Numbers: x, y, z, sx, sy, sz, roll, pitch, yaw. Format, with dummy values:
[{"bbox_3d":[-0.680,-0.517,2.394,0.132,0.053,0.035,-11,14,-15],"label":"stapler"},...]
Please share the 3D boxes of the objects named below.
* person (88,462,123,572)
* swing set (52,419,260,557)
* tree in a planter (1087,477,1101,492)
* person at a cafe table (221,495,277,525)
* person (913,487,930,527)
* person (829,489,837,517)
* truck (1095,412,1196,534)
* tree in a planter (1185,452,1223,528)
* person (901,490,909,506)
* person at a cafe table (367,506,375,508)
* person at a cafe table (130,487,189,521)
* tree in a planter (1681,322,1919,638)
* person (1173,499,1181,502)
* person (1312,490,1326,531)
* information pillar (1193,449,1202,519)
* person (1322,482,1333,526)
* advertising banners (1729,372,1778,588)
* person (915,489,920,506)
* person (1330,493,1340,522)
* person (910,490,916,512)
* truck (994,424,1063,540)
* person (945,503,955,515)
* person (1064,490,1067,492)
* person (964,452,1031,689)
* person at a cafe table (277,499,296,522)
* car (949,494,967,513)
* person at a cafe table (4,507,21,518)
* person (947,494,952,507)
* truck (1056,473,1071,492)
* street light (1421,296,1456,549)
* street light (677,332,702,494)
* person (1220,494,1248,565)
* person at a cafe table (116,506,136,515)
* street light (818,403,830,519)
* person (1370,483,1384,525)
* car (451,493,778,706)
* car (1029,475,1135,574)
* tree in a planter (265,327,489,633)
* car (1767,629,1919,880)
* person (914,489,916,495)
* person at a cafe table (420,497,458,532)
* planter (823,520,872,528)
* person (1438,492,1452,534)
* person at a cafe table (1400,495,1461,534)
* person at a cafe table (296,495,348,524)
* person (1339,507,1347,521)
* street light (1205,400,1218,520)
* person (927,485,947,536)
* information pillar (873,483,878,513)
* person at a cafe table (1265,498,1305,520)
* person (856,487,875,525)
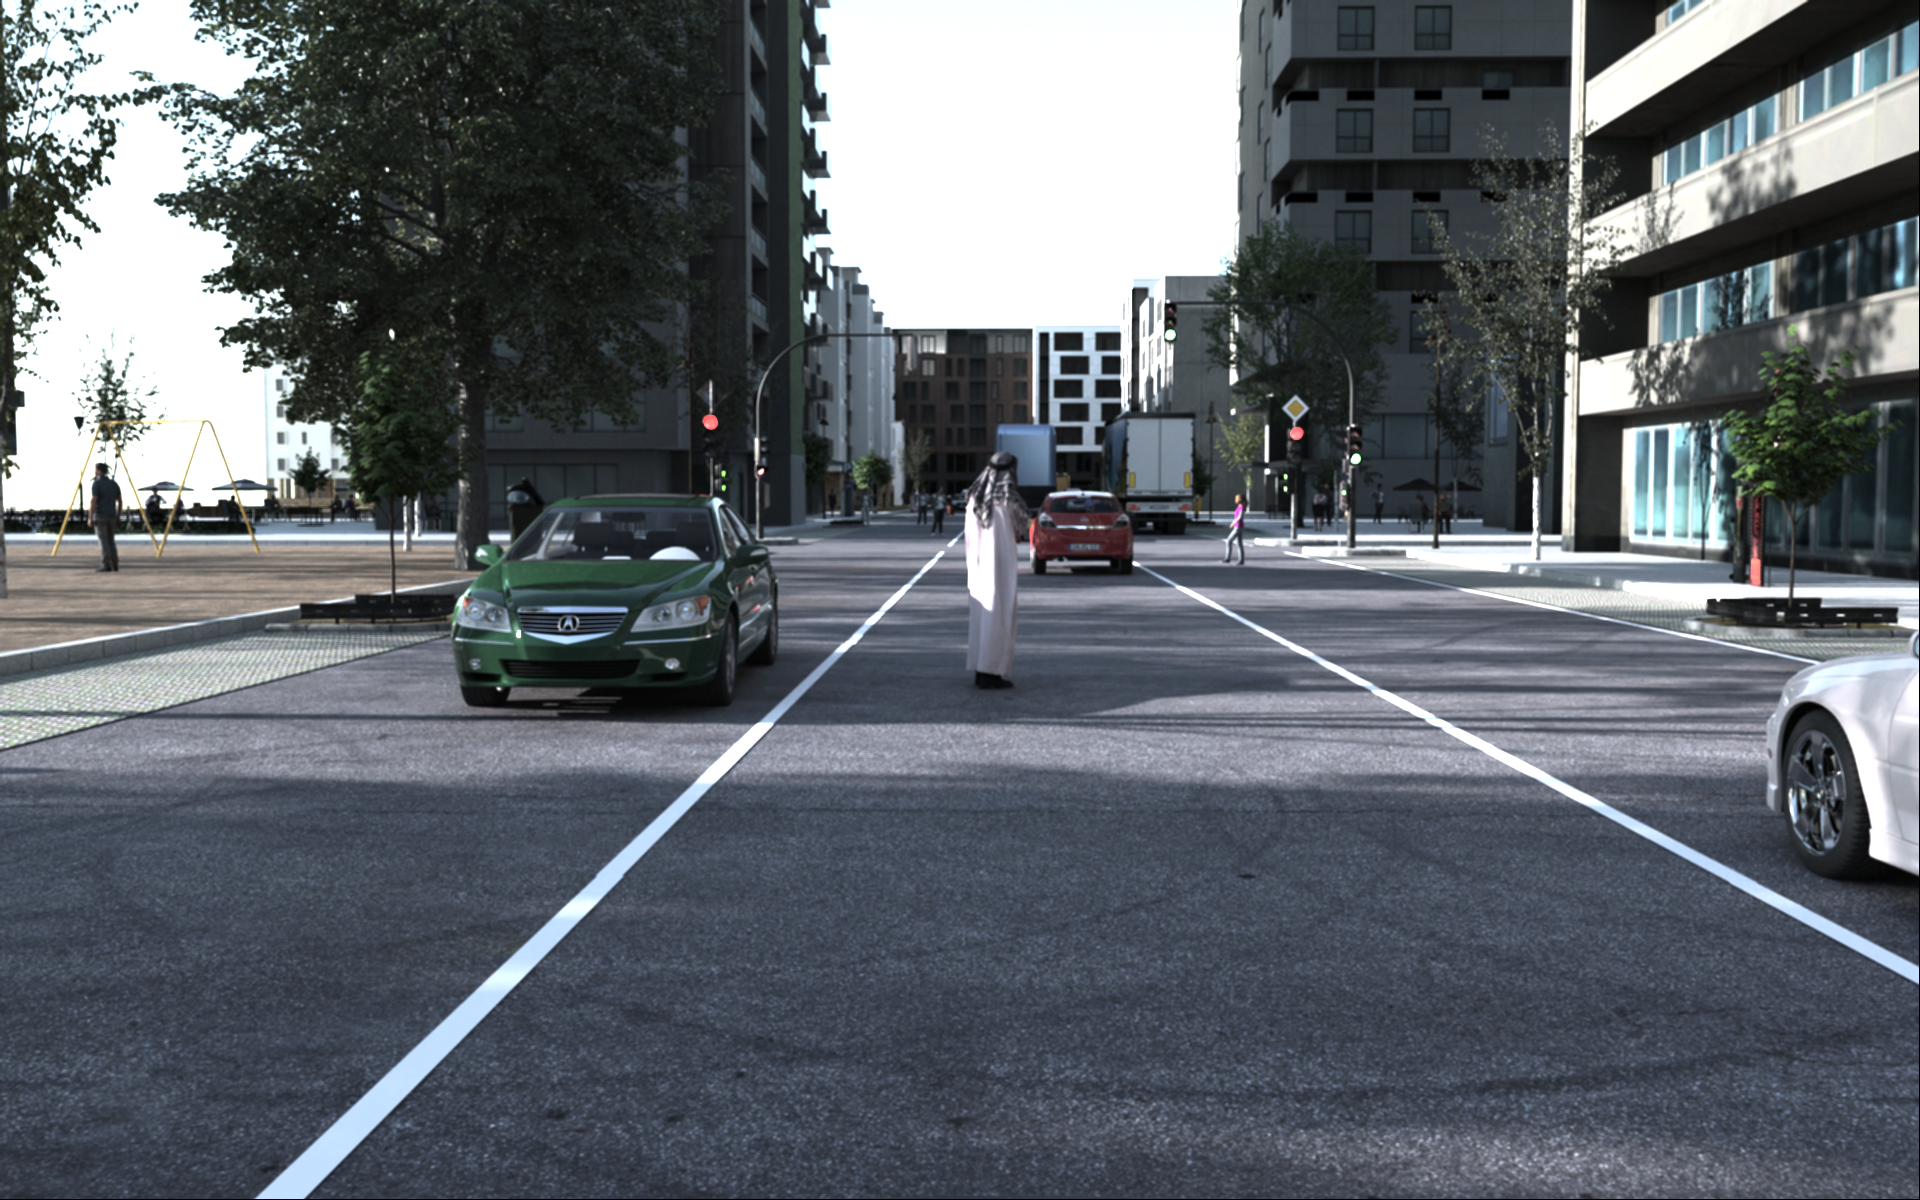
[{"bbox_3d":[-14.136,-1.373,28.612,0.434,1.807,0.598,2,4,33],"label":"person"},{"bbox_3d":[-17.220,-2.404,36.922,3.119,2.851,2.862,1,4,20],"label":"swing set"},{"bbox_3d":[11.965,-9.434,151.467,1.991,3.239,1.994,0,4,1],"label":"tree in a planter"},{"bbox_3d":[-29.448,-3.690,71.197,1.698,1.238,1.726,3,5,39],"label":"person at a cafe table"},{"bbox_3d":[-1.637,-4.114,76.482,0.841,1.734,0.376,0,4,1],"label":"person"},{"bbox_3d":[-7.000,-5.344,95.781,0.453,1.535,0.546,-3,5,-42],"label":"person"},{"bbox_3d":[6.825,-4.642,64.807,2.839,4.237,11.283,0,3,0],"label":"truck"},{"bbox_3d":[10.065,-4.669,73.568,1.991,3.239,1.994,0,4,1],"label":"tree in a planter"},{"bbox_3d":[-5.762,-10.610,180.070,0.990,1.755,0.434,-2,4,-27],"label":"person"},{"bbox_3d":[-25.535,-4.123,78.268,1.698,1.238,1.726,1,4,13],"label":"person at a cafe table"},{"bbox_3d":[-27.788,-3.147,59.966,1.698,1.524,1.622,-3,4,-37],"label":"person at a cafe table"},{"bbox_3d":[8.704,-1.273,18.044,1.991,3.239,1.994,0,4,1],"label":"tree in a planter"},{"bbox_3d":[10.196,-4.503,81.999,0.709,1.838,0.599,-3,4,-38],"label":"person"},{"bbox_3d":[12.306,-3.070,59.427,0.628,1.438,0.799,-2,4,-28],"label":"person"},{"bbox_3d":[12.315,-6.008,89.588,0.504,3.616,0.183,-3,5,-39],"label":"information pillar"},{"bbox_3d":[14.816,-3.868,69.814,0.617,1.759,0.750,0,4,-5],"label":"person"},{"bbox_3d":[11.111,-1.706,24.082,0.090,3.025,2.074,0,4,7],"label":"advertising banners"},{"bbox_3d":[-4.541,-11.112,187.704,1.348,1.826,0.705,0,4,-3],"label":"person"},{"bbox_3d":[17.116,-4.428,79.171,0.841,1.734,0.376,-3,4,-36],"label":"person"},{"bbox_3d":[-3.767,-7.894,138.237,0.551,1.740,0.621,1,4,11],"label":"person"},{"bbox_3d":[2.206,-4.368,61.172,2.967,4.110,18.799,0,4,3],"label":"truck"},{"bbox_3d":[-0.669,-6.200,118.160,0.859,0.850,0.655,1,4,11],"label":"person"},{"bbox_3d":[7.404,-6.876,121.619,0.576,1.737,0.504,-3,5,-44],"label":"person"},{"bbox_3d":[0.276,-0.225,12.849,0.551,1.740,0.621,1,4,20],"label":"person"},{"bbox_3d":[-31.314,-4.224,79.917,1.698,1.238,1.726,2,4,25],"label":"person at a cafe table"},{"bbox_3d":[0.151,-7.572,133.593,2.009,1.686,4.222,0,4,0],"label":"car"},{"bbox_3d":[-40.325,-3.756,72.264,1.698,1.238,1.726,-3,5,-39],"label":"person at a cafe table"},{"bbox_3d":[-1.195,-11.047,192.307,0.628,1.438,0.799,1,4,22],"label":"person"},{"bbox_3d":[8.617,-9.957,158.714,3.469,3.379,9.791,0,4,1],"label":"truck"},{"bbox_3d":[11.173,-4.141,40.499,0.468,5.910,1.993,0,4,1],"label":"street light"},{"bbox_3d":[-7.699,-4.694,49.537,0.468,5.910,1.993,0,4,1],"label":"street light"},{"bbox_3d":[5.454,-1.409,34.768,0.776,1.435,0.726,0,4,1],"label":"person"},{"bbox_3d":[-40.955,-4.432,83.321,1.726,1.238,1.698,2,4,29],"label":"person at a cafe table"},{"bbox_3d":[-6.889,-7.035,87.816,0.468,5.910,1.993,0,4,1],"label":"street light"},{"bbox_3d":[17.631,-4.048,72.950,0.841,1.734,0.376,-3,4,-38],"label":"person"},{"bbox_3d":[-2.458,-0.087,13.218,2.131,1.459,4.920,0,4,0],"label":"car"},{"bbox_3d":[2.239,-1.432,32.459,2.155,1.783,4.494,0,4,1],"label":"car"},{"bbox_3d":[-6.138,-1.311,18.662,1.991,3.239,1.994,0,4,1],"label":"tree in a planter"},{"bbox_3d":[4.075,0.450,5.003,2.083,1.381,4.827,0,4,2],"label":"car"},{"bbox_3d":[-4.736,-10.733,181.978,0.568,1.767,0.683,1,4,9],"label":"person"},{"bbox_3d":[-17.482,-2.933,58.813,1.726,1.238,1.698,-3,5,-40],"label":"person at a cafe table"},{"bbox_3d":[-4.789,-3.234,74.009,1.991,0.319,1.994,0,4,1],"label":"planter"},{"bbox_3d":[15.629,-2.809,55.877,0.435,1.345,0.340,-1,4,-8],"label":"person"},{"bbox_3d":[15.323,-2.822,56.997,1.698,1.238,1.726,3,4,38],"label":"person at a cafe table"},{"bbox_3d":[-27.664,-3.965,75.693,1.698,1.238,1.726,3,5,44],"label":"person at a cafe table"},{"bbox_3d":[18.582,-4.249,83.437,0.695,0.859,0.347,-2,4,-31],"label":"person"},{"bbox_3d":[12.376,-6.885,85.351,0.468,5.910,1.993,0,4,1],"label":"street light"},{"bbox_3d":[-0.733,-3.067,59.373,0.841,1.734,0.376,-2,4,-32],"label":"person"},{"bbox_3d":[-5.681,-6.822,116.029,0.304,2.012,0.304,0,4,3],"label":"information pillar"},{"bbox_3d":[16.239,-4.601,86.093,1.726,1.238,1.698,2,4,26],"label":"person at a cafe table"},{"bbox_3d":[-4.157,-4.094,76.156,0.841,1.734,0.376,0,4,-7],"label":"person"}]
